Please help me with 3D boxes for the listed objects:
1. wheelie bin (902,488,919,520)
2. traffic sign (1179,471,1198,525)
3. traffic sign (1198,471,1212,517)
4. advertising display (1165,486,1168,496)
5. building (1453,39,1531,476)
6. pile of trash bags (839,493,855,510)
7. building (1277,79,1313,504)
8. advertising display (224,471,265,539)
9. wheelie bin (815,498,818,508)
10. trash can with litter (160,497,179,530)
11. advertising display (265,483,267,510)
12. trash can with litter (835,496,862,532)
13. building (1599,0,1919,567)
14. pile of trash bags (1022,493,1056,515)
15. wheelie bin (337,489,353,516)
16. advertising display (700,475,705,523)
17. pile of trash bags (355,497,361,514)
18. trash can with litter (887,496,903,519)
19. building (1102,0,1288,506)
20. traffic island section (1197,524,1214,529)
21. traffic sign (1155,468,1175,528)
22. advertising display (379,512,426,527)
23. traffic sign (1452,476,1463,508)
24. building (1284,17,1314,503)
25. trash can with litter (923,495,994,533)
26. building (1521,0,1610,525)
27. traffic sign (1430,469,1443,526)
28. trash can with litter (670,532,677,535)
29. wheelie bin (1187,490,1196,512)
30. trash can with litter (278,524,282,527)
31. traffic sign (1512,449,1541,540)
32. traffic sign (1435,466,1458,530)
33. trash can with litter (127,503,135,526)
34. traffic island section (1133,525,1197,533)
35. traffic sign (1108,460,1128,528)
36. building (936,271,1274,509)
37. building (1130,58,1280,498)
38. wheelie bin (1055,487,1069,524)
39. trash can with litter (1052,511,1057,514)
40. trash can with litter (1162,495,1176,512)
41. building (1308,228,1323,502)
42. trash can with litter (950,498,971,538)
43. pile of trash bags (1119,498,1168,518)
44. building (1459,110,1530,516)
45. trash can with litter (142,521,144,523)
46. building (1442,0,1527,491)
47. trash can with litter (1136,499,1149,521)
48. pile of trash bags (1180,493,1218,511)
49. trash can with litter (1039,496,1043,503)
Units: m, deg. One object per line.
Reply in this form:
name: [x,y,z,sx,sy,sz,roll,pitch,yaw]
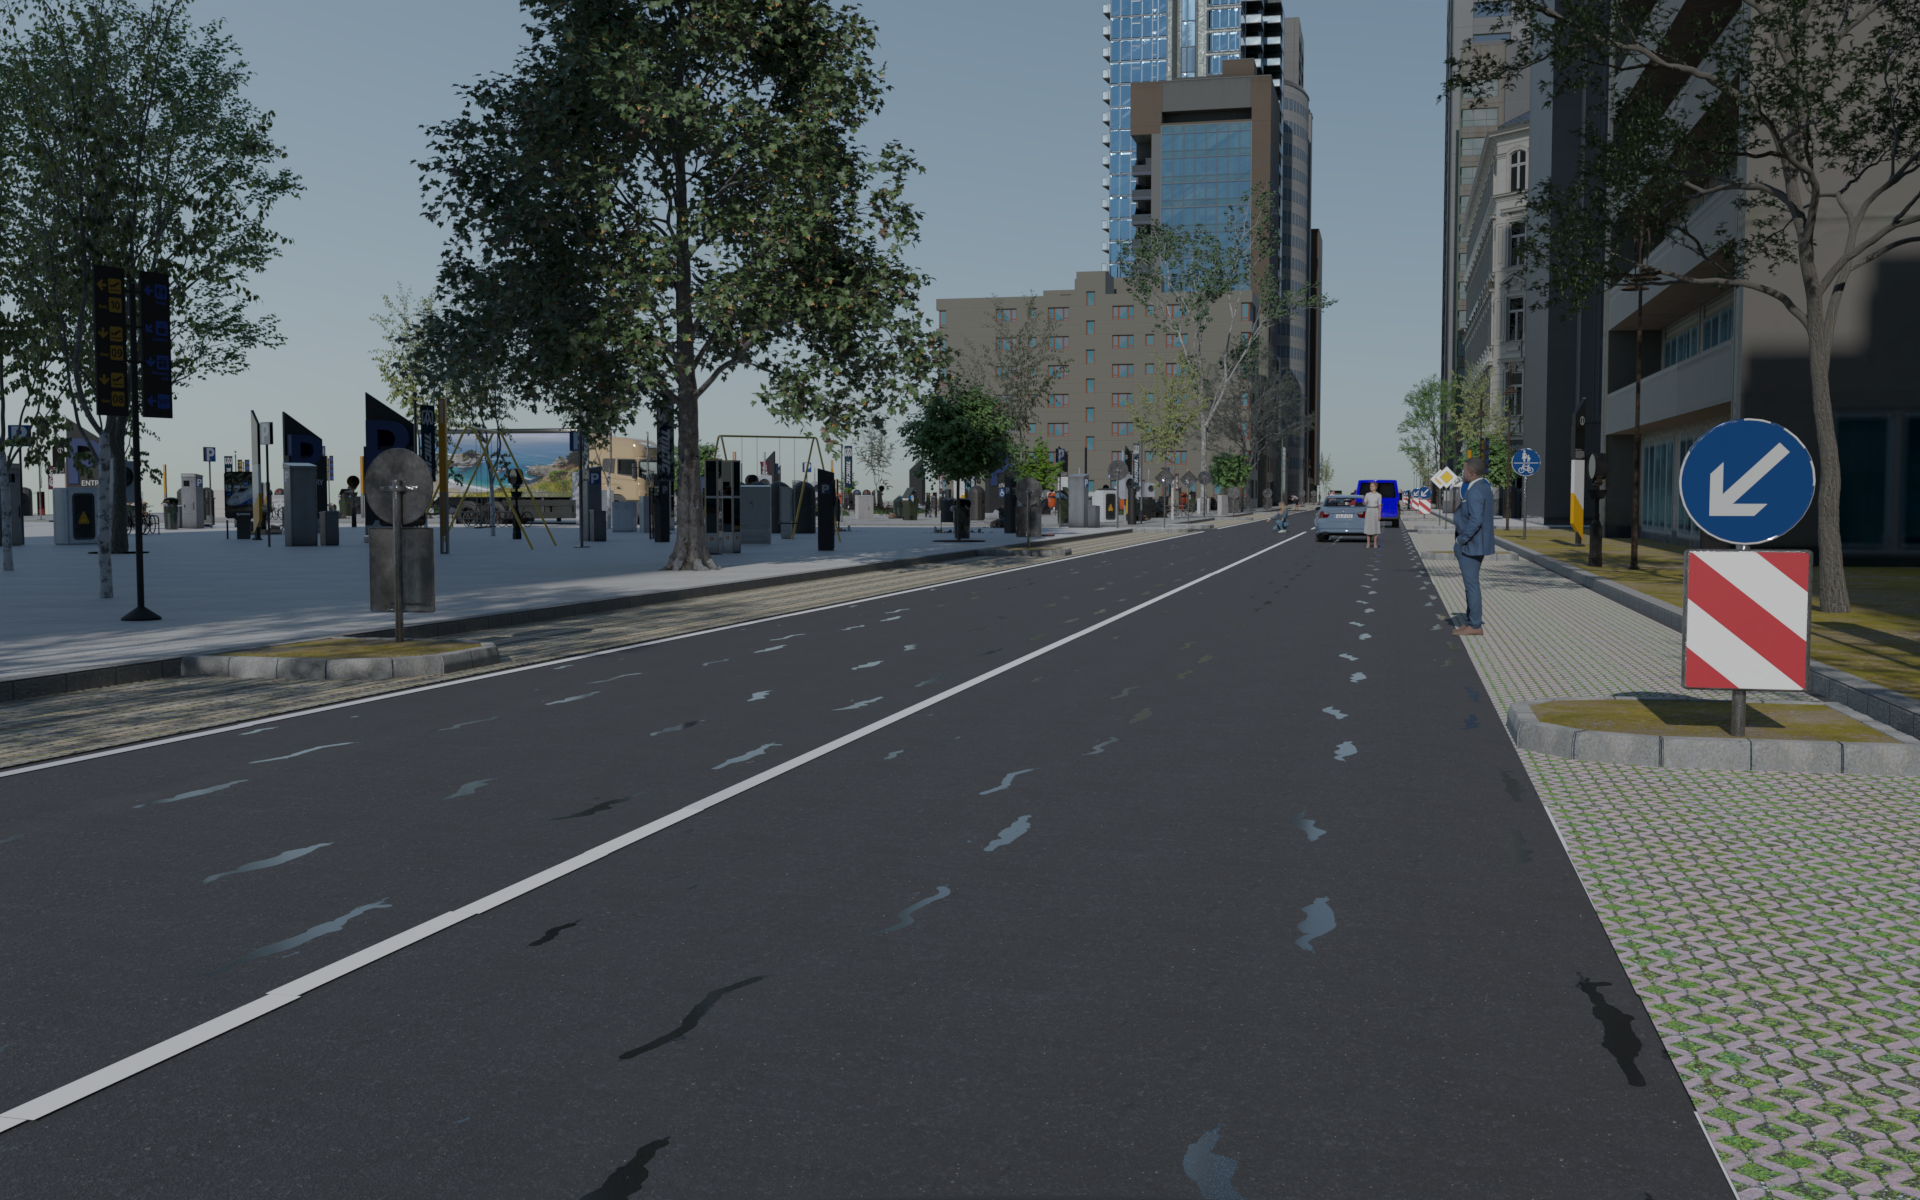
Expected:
wheelie bin: [-2.416,-4.684,84.483,0.693,1.594,0.980,-3,4,-36]
traffic sign: [9.620,-4.234,72.867,0.795,2.450,0.064,1,4,14]
traffic sign: [13.466,-5.829,95.404,0.768,2.556,0.104,1,4,20]
advertising display: [16.918,-8.364,141.963,0.123,1.923,0.974,1,4,19]
building: [52.803,-29.076,158.981,14.154,41.232,14.086,1,4,14]
pile of trash bags: [-8.720,-7.936,139.506,3.447,1.369,1.912,3,5,44]
building: [38.023,-42.933,243.955,21.231,58.520,28.212,1,4,14]
advertising display: [-20.384,-2.693,49.246,0.974,1.923,0.123,-1,4,-19]
wheelie bin: [-11.323,-7.715,134.042,0.980,1.594,0.693,-1,4,-19]
trash can with litter: [-28.525,-3.123,62.444,0.624,1.170,1.055,-2,4,-30]
advertising display: [-40.657,-5.872,101.214,0.123,1.923,0.974,-1,4,-10]
trash can with litter: [-4.301,-2.993,59.990,1.678,1.210,2.233,-1,4,-22]
building: [26.770,-25.290,37.188,21.300,48.544,21.600,1,4,14]
pile of trash bags: [4.932,-5.944,106.934,1.912,1.369,3.447,-2,4,-30]
wheelie bin: [-35.696,-5.678,100.748,0.693,1.594,0.980,2,4,32]
advertising display: [-8.508,-3.283,58.896,0.974,1.923,0.123,-1,4,-20]
pile of trash bags: [-37.731,-6.183,110.841,1.912,1.369,3.447,3,5,41]
trash can with litter: [-3.279,-4.813,90.072,0.624,1.170,1.055,2,4,32]
building: [28.218,-54.582,205.086,22.319,86.520,31.000,1,4,14]
traffic island section: [9.596,-3.098,72.934,2.009,0.180,2.903,1,4,14]
traffic sign: [7.699,-3.760,65.115,0.795,2.450,0.064,1,4,14]
advertising display: [-12.130,-1.985,37.665,0.974,1.923,0.123,-1,4,-20]
traffic sign: [28.311,-5.903,98.641,0.606,2.300,0.079,1,4,19]
building: [44.293,-50.699,267.182,20.563,71.187,20.611,1,4,14]
trash can with litter: [-0.016,-2.818,57.138,2.233,1.210,1.678,1,4,11]
building: [36.903,-17.091,72.951,24.014,27.812,14.314,1,4,14]
traffic sign: [19.511,-4.083,70.404,0.795,2.450,0.064,1,4,14]
trash can with litter: [-8.808,-2.705,55.285,1.678,1.210,2.233,0,4,1]
wheelie bin: [16.203,-6.931,121.226,0.693,1.594,0.980,0,4,6]
trash can with litter: [-26.310,-3.538,68.905,1.678,1.210,2.233,1,4,10]
traffic sign: [15.855,-2.964,48.560,0.768,2.556,0.104,1,4,18]
traffic sign: [17.591,-3.609,62.652,0.795,2.450,0.064,1,4,14]
trash can with litter: [-33.158,-3.492,68.482,1.055,1.170,0.624,-2,4,-28]
traffic island section: [7.675,-2.624,65.183,2.009,0.180,2.903,1,4,14]
traffic sign: [5.908,-3.963,64.896,0.768,2.556,0.104,1,4,17]
building: [14.774,-19.524,164.259,27.650,21.520,28.899,1,4,14]
building: [26.239,-32.628,183.572,14.600,45.320,14.200,1,4,14]
wheelie bin: [4.527,-4.105,75.024,0.693,1.594,0.980,1,4,22]
trash can with litter: [6.630,-6.330,114.554,1.678,1.210,2.233,-2,4,-27]
trash can with litter: [14.605,-7.082,126.843,2.233,1.210,1.678,1,4,18]
building: [51.944,-38.786,284.260,14.600,45.320,14.200,1,4,14]
trash can with litter: [0.007,-2.369,50.122,0.624,1.170,1.055,0,4,-2]
pile of trash bags: [9.578,-5.078,92.770,1.912,1.369,3.447,3,4,39]
building: [43.865,-20.954,119.011,17.030,29.872,44.131,1,4,14]
trash can with litter: [-34.409,-3.688,71.358,1.678,1.210,2.233,3,5,43]
building: [60.977,-38.919,178.329,21.231,58.520,28.212,1,4,14]
trash can with litter: [8.539,-4.344,82.407,0.624,1.170,1.055,-3,5,-42]
pile of trash bags: [18.729,-7.636,134.603,3.447,1.369,1.912,-1,4,-14]
trash can with litter: [6.498,-7.482,133.717,1.055,1.170,0.624,-1,4,-17]
